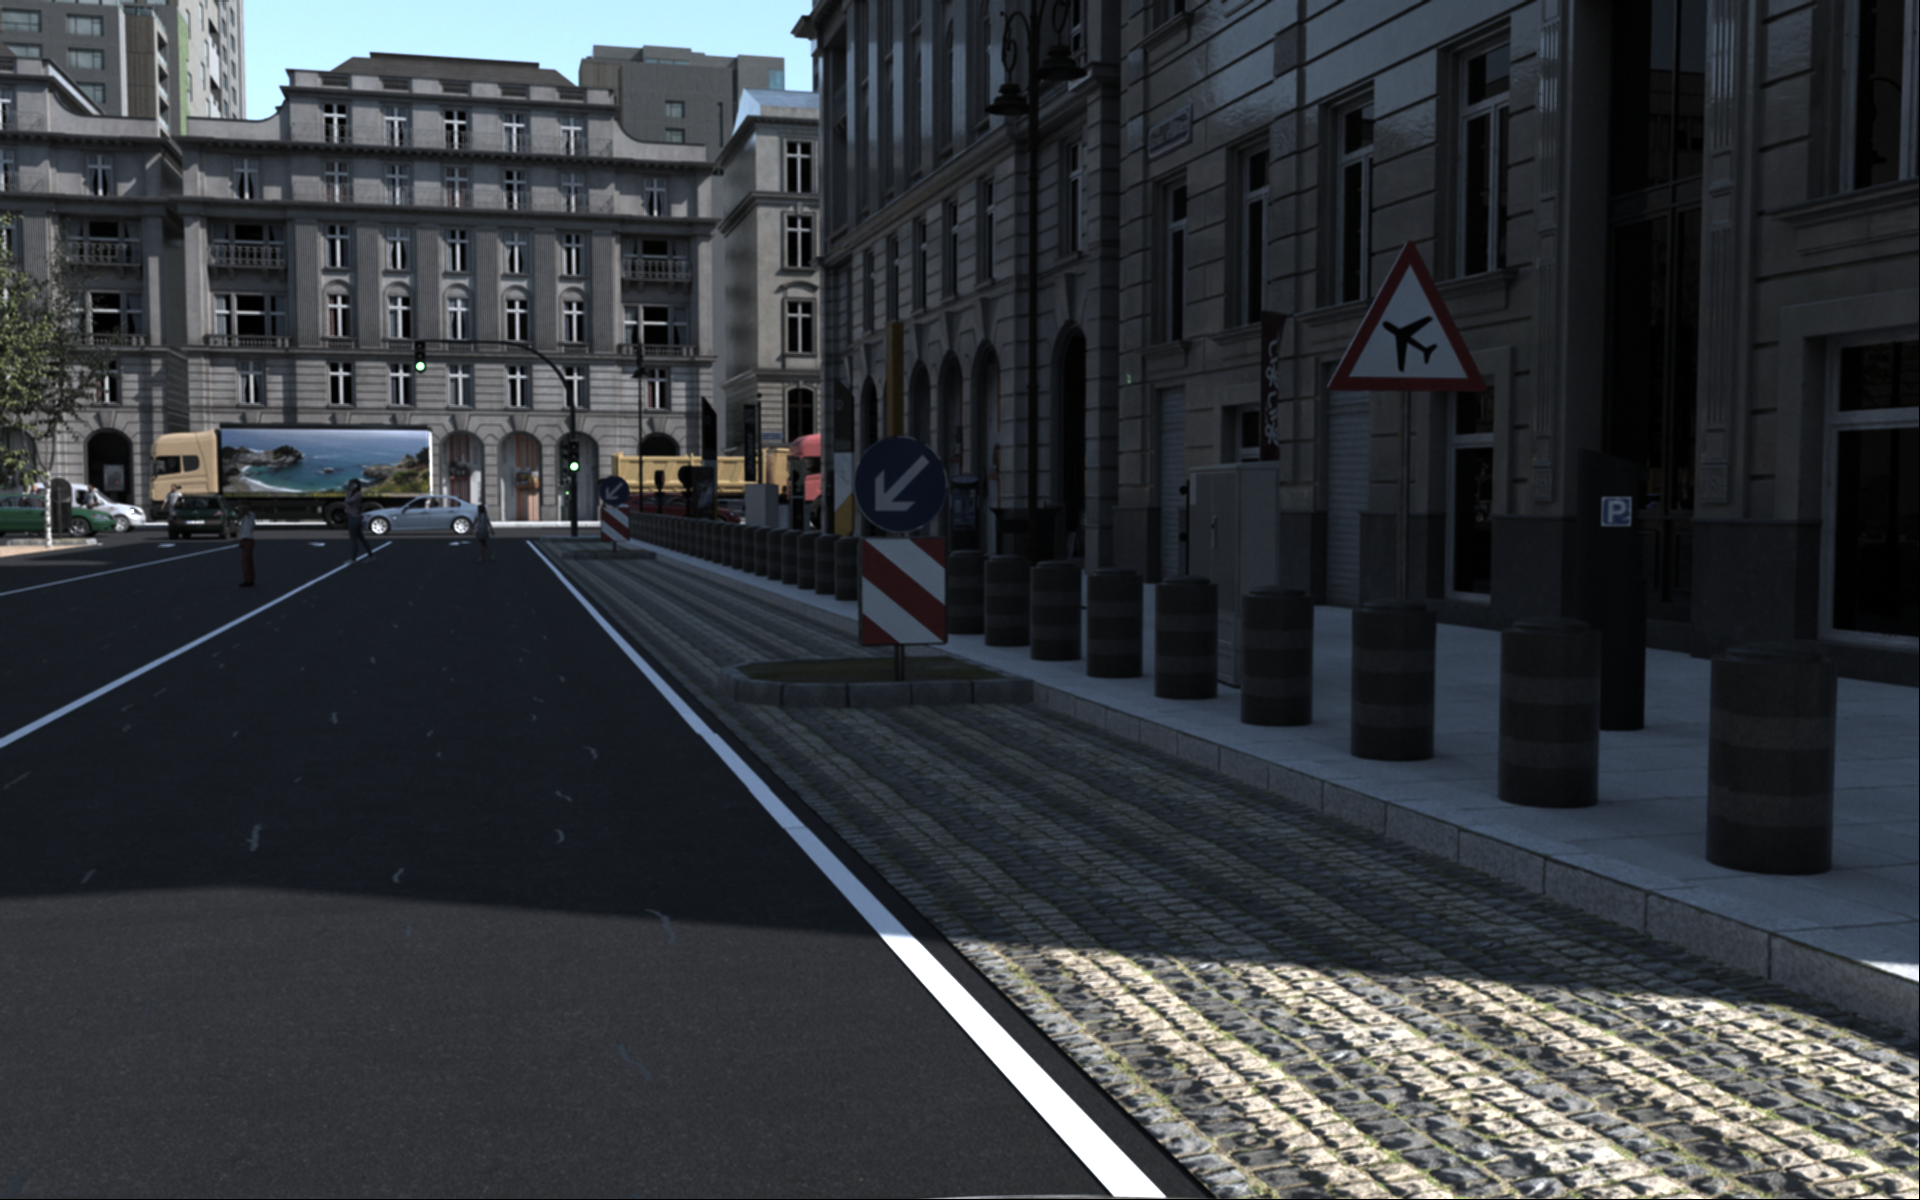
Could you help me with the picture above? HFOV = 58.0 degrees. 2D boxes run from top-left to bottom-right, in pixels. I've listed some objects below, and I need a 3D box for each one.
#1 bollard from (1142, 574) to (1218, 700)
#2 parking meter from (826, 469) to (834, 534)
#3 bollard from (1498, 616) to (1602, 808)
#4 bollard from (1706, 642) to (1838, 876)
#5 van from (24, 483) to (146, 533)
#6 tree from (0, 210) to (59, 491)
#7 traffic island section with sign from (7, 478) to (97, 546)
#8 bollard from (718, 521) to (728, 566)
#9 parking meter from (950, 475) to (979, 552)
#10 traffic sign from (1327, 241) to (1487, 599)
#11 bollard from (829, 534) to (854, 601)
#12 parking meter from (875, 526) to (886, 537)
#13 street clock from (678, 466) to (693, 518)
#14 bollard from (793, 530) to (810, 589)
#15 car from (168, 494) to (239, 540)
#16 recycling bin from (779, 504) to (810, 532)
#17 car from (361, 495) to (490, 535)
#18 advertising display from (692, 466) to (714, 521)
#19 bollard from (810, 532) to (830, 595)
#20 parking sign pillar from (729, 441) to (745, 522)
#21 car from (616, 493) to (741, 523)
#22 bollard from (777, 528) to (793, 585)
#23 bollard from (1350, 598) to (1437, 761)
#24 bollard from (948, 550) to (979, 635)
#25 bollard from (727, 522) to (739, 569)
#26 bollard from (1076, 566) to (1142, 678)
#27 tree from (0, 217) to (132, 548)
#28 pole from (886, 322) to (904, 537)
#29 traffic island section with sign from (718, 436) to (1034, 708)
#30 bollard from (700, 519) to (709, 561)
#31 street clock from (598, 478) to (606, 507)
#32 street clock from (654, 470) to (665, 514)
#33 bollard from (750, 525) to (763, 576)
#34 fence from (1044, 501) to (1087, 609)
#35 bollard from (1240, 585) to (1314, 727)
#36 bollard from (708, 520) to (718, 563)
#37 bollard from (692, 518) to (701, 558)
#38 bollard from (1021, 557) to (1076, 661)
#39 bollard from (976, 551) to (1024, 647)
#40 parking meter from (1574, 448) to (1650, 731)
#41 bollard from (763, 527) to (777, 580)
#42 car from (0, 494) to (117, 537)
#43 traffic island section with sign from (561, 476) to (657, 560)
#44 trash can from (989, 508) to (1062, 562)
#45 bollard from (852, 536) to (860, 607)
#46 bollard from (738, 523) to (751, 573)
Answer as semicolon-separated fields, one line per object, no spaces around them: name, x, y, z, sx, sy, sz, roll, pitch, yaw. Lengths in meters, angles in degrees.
bollard;1.434;0.229;10.977;0.404;0.777;0.398;0;3;0
parking meter;-2.604;-1.889;36.589;0.399;1.863;0.255;-2;4;-27
bollard;2.464;0.457;7.239;0.404;0.777;0.398;0;3;0
bollard;2.808;0.533;5.997;0.404;0.777;0.398;0;3;0
van;-32.685;-3.528;64.694;4.112;2.044;2.013;-1;4;-17
tree;-23.382;-5.392;40.974;4.737;8.622;4.395;0;3;0
traffic island section with sign;-25.452;-2.479;48.670;2.006;1.907;1.989;-1;4;-15
bollard;-4.058;-0.993;30.958;0.404;0.777;0.398;0;3;0
parking meter;0.058;-0.863;22.527;0.372;1.533;0.369;0;3;0
traffic sign;2.306;-0.551;9.012;0.884;2.594;0.081;-1;4;-12
bollard;-1.315;-0.383;20.979;0.404;0.777;0.398;0;3;0
parking meter;-1.470;-1.560;33.923;0.372;1.533;0.369;0;3;0
street clock;-6.932;-2.421;44.150;0.358;2.002;0.471;3;5;41
bollard;-2.002;-0.536;23.477;0.404;0.777;0.398;0;3;0
car;-24.317;-2.811;55.752;2.009;1.686;4.222;-1;4;-16
recycling bin;-4.086;-1.783;41.712;0.722;1.027;0.722;-3;5;-42
car;-18.989;-3.023;61.431;4.499;1.417;2.014;-1;4;-15
advertising display;-5.980;-2.150;40.364;0.123;1.923;0.974;1;4;16
bollard;-1.659;-0.460;22.234;0.404;0.777;0.398;0;3;0
parking sign pillar;-10.142;-5.583;79.752;1.447;3.967;1.447;3;5;41
car;-9.885;-3.140;60.379;4.494;1.783;2.155;-1;4;-15
bollard;-2.346;-0.612;24.729;0.404;0.777;0.398;0;3;0
bollard;2.122;0.381;8.482;0.404;0.777;0.398;0;3;0
bollard;0.066;-0.076;15.963;0.404;0.777;0.398;0;3;0
bollard;-3.717;-0.917;29.715;0.404;0.777;0.398;0;3;0
bollard;1.093;0.153;12.223;0.404;0.777;0.398;0;3;0
tree;-24.089;-5.674;45.591;4.360;8.622;3.978;0;3;0
pole;-0.776;-1.645;20.734;0.158;3.312;0.155;0;3;0
traffic island section with sign;-0.703;-0.238;12.522;1.989;1.847;2.006;-1;4;-15
bollard;-4.746;-1.146;33.455;0.404;0.777;0.398;0;3;0
street clock;-16.113;-4.515;78.394;0.471;2.002;0.358;-3;5;-44
street clock;-9.194;-2.965;53.055;0.358;2.002;0.471;0;4;1
bollard;-3.027;-0.764;27.216;0.404;0.777;0.398;0;3;0
fence;1.110;-0.561;20.376;0.480;1.192;2.264;0;4;-3
bollard;1.780;0.305;9.725;0.404;0.777;0.398;0;3;0
bollard;-4.404;-1.070;32.211;0.404;0.777;0.398;0;3;0
bollard;-5.087;-1.222;34.698;0.404;0.777;0.398;0;3;0
bollard;0.747;0.076;13.472;0.404;0.777;0.398;0;3;0
bollard;0.408;0.000;14.720;0.404;0.777;0.398;0;3;0
parking meter;3.573;-0.067;9.509;0.372;1.533;0.369;0;3;0
bollard;-2.688;-0.688;25.973;0.404;0.777;0.398;0;3;0
car;-30.866;-2.815;57.819;4.920;1.459;2.131;-1;4;-16
traffic island section with sign;-7.845;-1.828;38.518;1.989;1.847;2.006;-1;4;-15
trash can;0.670;-0.376;17.800;0.748;1.137;0.748;0;3;0
bollard;-0.967;-0.306;19.714;0.404;0.777;0.398;0;3;0
bollard;-3.375;-0.841;28.472;0.404;0.777;0.398;0;3;0
